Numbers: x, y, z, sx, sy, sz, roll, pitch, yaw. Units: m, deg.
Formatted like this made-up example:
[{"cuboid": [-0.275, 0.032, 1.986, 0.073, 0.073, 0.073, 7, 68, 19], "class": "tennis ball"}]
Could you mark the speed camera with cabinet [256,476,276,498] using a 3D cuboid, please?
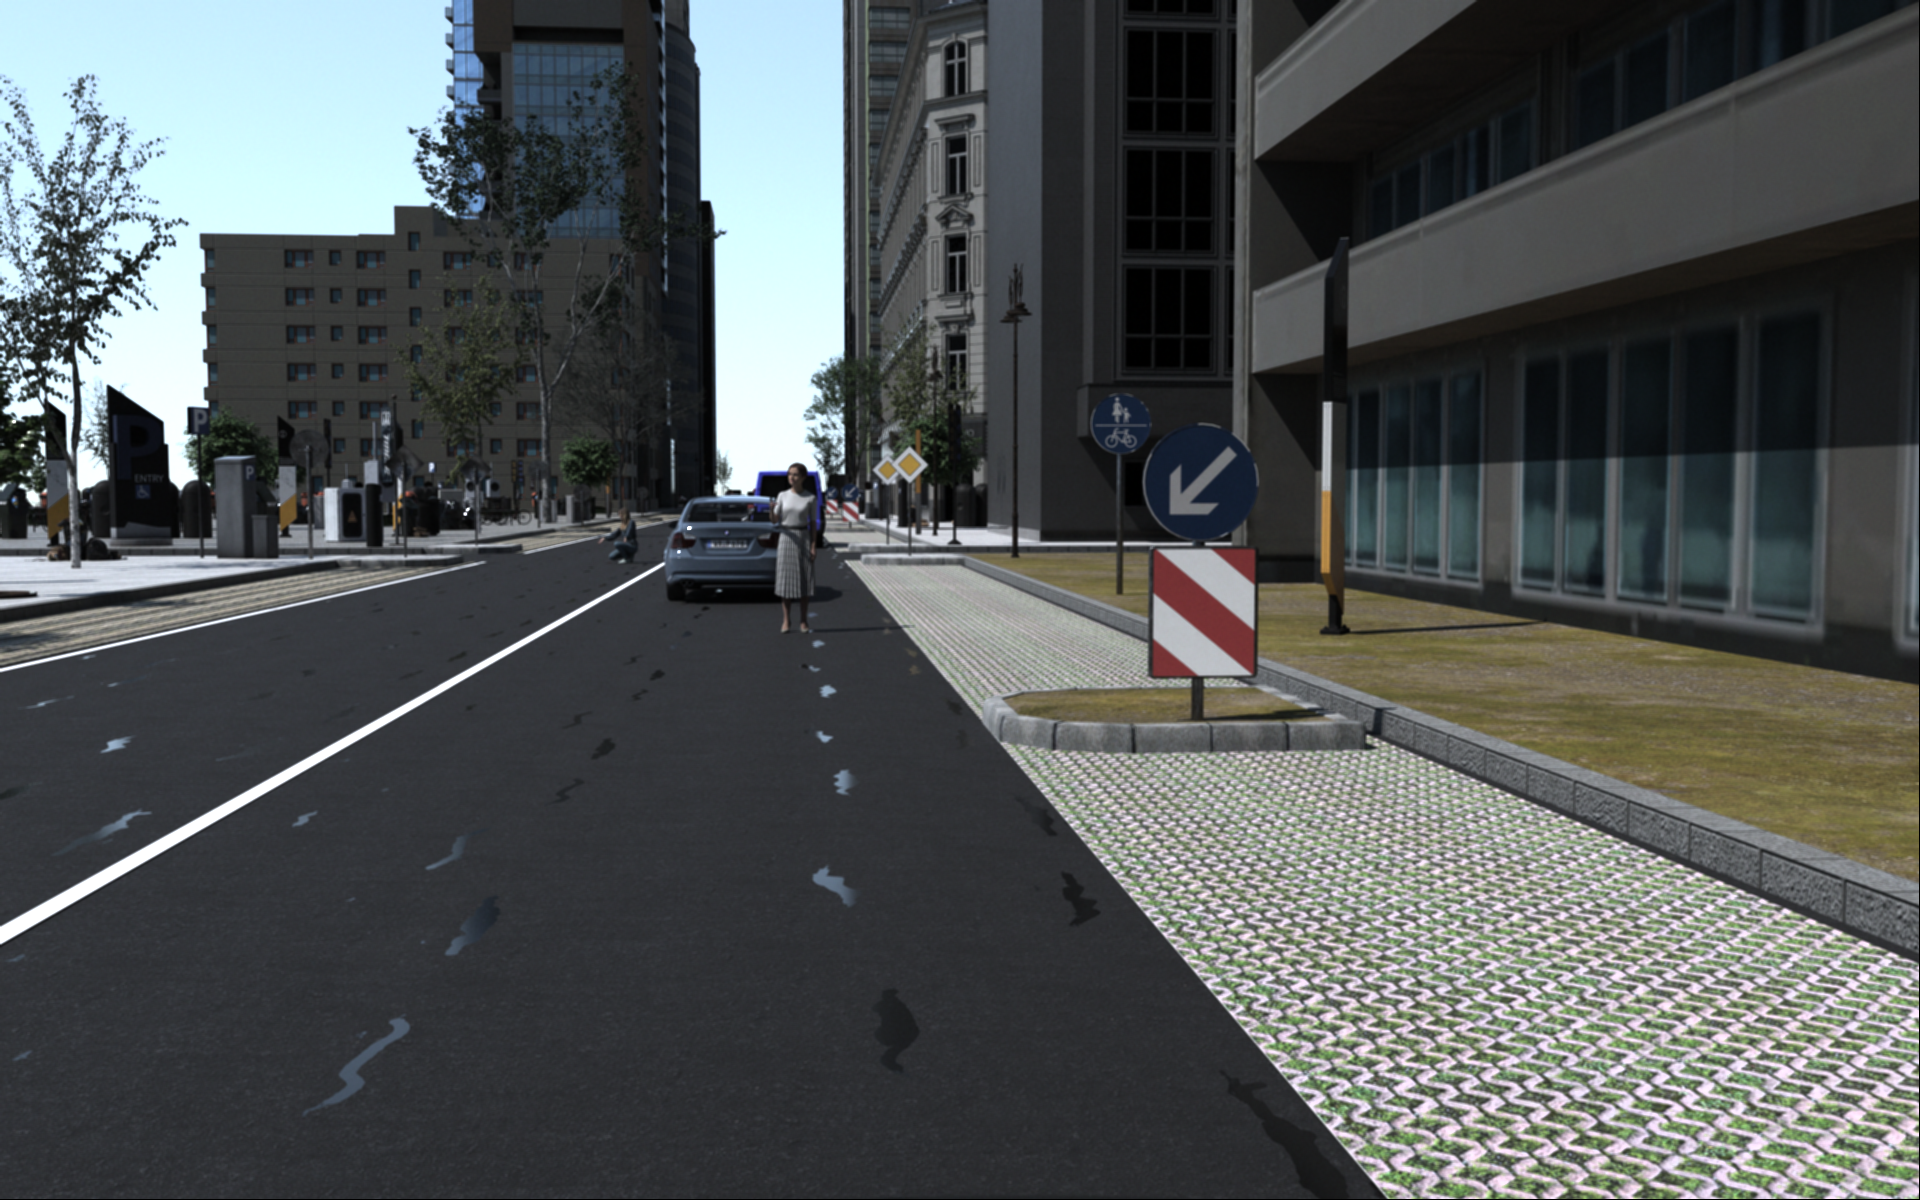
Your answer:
[{"cuboid": [-32.909, -5.308, 81.129, 0.660, 3.252, 2.038, 1, 4, 13], "class": "speed camera with cabinet"}]

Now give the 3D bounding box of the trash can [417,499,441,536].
[{"cuboid": [-16.392, -2.559, 53.489, 0.748, 1.137, 0.748, 0, 3, 0], "class": "trash can"}]

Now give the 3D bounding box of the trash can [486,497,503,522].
[{"cuboid": [-21.612, -4.207, 80.433, 0.748, 1.137, 0.748, 0, 3, 0], "class": "trash can"}]

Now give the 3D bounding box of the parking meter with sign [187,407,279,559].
[{"cuboid": [-14.454, -2.342, 34.549, 1.738, 3.016, 0.543, 1, 4, 15], "class": "parking meter with sign"}]

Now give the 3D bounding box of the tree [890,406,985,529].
[{"cuboid": [-0.892, -4.871, 63.352, 4.285, 4.588, 4.351, 0, 3, 0], "class": "tree"}]

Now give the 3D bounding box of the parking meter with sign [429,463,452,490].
[{"cuboid": [-28.649, -6.127, 96.442, 0.543, 3.016, 1.738, 3, 4, 38], "class": "parking meter with sign"}]

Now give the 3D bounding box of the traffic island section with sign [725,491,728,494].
[{"cuboid": [-32.687, -14.852, 251.459, 1.989, 1.847, 2.006, 0, 4, -6], "class": "traffic island section with sign"}]

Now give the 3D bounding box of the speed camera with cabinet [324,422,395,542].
[{"cuboid": [-16.193, -3.210, 46.821, 0.660, 3.252, 2.038, 2, 4, 30], "class": "speed camera with cabinet"}]

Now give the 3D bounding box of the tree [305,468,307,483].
[{"cuboid": [-39.784, -7.219, 101.752, 4.285, 4.588, 4.351, 0, 3, 0], "class": "tree"}]

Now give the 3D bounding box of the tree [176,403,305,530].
[{"cuboid": [-26.447, -4.809, 62.343, 4.285, 4.588, 4.351, 0, 3, 0], "class": "tree"}]

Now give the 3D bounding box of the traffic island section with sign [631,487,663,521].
[{"cuboid": [-16.932, -5.132, 92.533, 1.989, 1.847, 2.006, 0, 4, -6], "class": "traffic island section with sign"}]

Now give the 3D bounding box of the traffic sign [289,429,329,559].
[{"cuboid": [-12.810, -2.079, 34.105, 0.768, 2.556, 0.104, 0, 4, -3], "class": "traffic sign"}]

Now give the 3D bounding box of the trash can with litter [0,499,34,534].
[{"cuboid": [-29.891, -2.653, 54.766, 0.624, 1.170, 1.055, 1, 4, 12], "class": "trash can with litter"}]

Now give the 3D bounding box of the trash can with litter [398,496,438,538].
[{"cuboid": [-16.185, -2.453, 51.488, 1.055, 1.170, 0.624, 2, 4, 29], "class": "trash can with litter"}]

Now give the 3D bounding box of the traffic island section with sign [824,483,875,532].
[{"cuboid": [-4.267, -3.467, 65.319, 1.989, 1.847, 2.006, 0, 4, -6], "class": "traffic island section with sign"}]

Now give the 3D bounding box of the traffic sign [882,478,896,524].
[{"cuboid": [-3.003, -4.358, 73.387, 0.606, 2.300, 0.079, 0, 4, -1], "class": "traffic sign"}]

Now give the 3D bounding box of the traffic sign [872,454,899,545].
[{"cuboid": [-1.832, -2.458, 43.838, 0.795, 2.450, 0.064, 0, 4, -6], "class": "traffic sign"}]

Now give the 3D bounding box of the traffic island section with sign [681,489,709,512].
[{"cuboid": [-21.849, -8.165, 142.120, 1.989, 1.847, 2.006, 0, 4, -6], "class": "traffic island section with sign"}]

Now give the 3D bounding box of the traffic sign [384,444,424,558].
[{"cuboid": [-11.191, -1.912, 34.910, 0.795, 2.450, 0.064, 0, 4, -6], "class": "traffic sign"}]

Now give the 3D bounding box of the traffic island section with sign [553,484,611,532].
[{"cuboid": [-14.248, -3.475, 65.450, 1.989, 1.847, 2.006, 0, 4, -6], "class": "traffic island section with sign"}]

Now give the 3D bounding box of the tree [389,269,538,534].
[{"cuboid": [-15.898, -6.464, 56.047, 4.737, 8.622, 4.395, 0, 3, 0], "class": "tree"}]

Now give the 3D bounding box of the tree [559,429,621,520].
[{"cuboid": [-18.630, -6.316, 86.984, 4.285, 4.588, 4.351, 0, 3, 0], "class": "tree"}]

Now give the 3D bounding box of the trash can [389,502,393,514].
[{"cuboid": [-29.030, -4.730, 88.984, 0.748, 1.137, 0.748, 0, 3, 0], "class": "trash can"}]

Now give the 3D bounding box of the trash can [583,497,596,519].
[{"cuboid": [-19.245, -4.787, 89.924, 0.748, 1.137, 0.748, 0, 3, 0], "class": "trash can"}]

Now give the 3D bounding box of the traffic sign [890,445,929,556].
[{"cuboid": [-1.044, -1.972, 35.892, 0.795, 2.450, 0.064, 0, 4, -6], "class": "traffic sign"}]

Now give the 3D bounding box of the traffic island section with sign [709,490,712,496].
[{"cuboid": [-24.496, -9.805, 168.945, 1.989, 1.847, 2.006, 0, 4, -6], "class": "traffic island section with sign"}]

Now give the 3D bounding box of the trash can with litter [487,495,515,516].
[{"cuboid": [-25.360, -5.158, 95.390, 2.233, 1.210, 1.678, 0, 4, -1], "class": "trash can with litter"}]

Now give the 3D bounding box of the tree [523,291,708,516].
[{"cuboid": [-20.126, -11.742, 102.348, 12.009, 13.543, 11.850, 0, 3, 0], "class": "tree"}]

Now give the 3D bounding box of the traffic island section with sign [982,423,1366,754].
[{"cuboid": [1.172, -0.112, 10.462, 1.989, 1.847, 2.006, 0, 4, -6], "class": "traffic island section with sign"}]

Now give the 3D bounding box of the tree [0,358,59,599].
[{"cuboid": [-11.923, -1.638, 21.380, 1.663, 3.219, 1.824, 0, 3, 0], "class": "tree"}]

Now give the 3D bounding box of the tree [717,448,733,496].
[{"cuboid": [-37.655, -19.803, 274.140, 4.737, 8.622, 4.395, 0, 3, 0], "class": "tree"}]

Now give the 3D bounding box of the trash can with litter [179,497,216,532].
[{"cuboid": [-26.149, -2.886, 58.245, 2.233, 1.210, 1.678, 1, 4, 17], "class": "trash can with litter"}]

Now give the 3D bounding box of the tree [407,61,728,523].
[{"cuboid": [-16.818, -13.404, 75.045, 12.611, 20.169, 13.585, 0, 3, 0], "class": "tree"}]

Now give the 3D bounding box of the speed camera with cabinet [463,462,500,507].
[{"cuboid": [-29.556, -6.904, 107.212, 2.038, 3.252, 0.660, -3, 4, -38], "class": "speed camera with cabinet"}]

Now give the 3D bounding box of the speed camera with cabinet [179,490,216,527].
[{"cuboid": [-29.834, -4.533, 68.445, 2.038, 3.252, 0.660, -1, 4, -22], "class": "speed camera with cabinet"}]

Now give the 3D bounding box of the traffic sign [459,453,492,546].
[{"cuboid": [-11.978, -2.398, 42.857, 0.795, 2.450, 0.064, 0, 4, -6], "class": "traffic sign"}]

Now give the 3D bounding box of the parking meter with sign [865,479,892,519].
[{"cuboid": [-4.118, -5.676, 89.057, 0.543, 3.016, 1.738, 3, 5, 45], "class": "parking meter with sign"}]

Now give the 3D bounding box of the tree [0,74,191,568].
[{"cuboid": [-15.539, -4.850, 29.663, 4.360, 8.622, 3.978, 0, 3, 0], "class": "tree"}]

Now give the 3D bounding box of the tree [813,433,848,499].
[{"cuboid": [-15.371, -15.511, 203.973, 4.737, 8.622, 4.395, 0, 3, 0], "class": "tree"}]

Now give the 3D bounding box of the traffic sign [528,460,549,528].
[{"cuboid": [-15.911, -3.992, 65.379, 0.768, 2.556, 0.104, 0, 4, 1], "class": "traffic sign"}]

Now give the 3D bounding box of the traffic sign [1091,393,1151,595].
[{"cuboid": [2.038, -1.341, 22.031, 0.768, 2.556, 0.104, 0, 4, -1], "class": "traffic sign"}]

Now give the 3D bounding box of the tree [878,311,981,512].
[{"cuboid": [-1.524, -7.289, 69.531, 4.737, 8.622, 4.395, 0, 3, 0], "class": "tree"}]

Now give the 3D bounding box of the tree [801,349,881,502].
[{"cuboid": [-7.498, -12.086, 123.361, 9.928, 11.665, 9.643, 0, 3, 0], "class": "tree"}]
